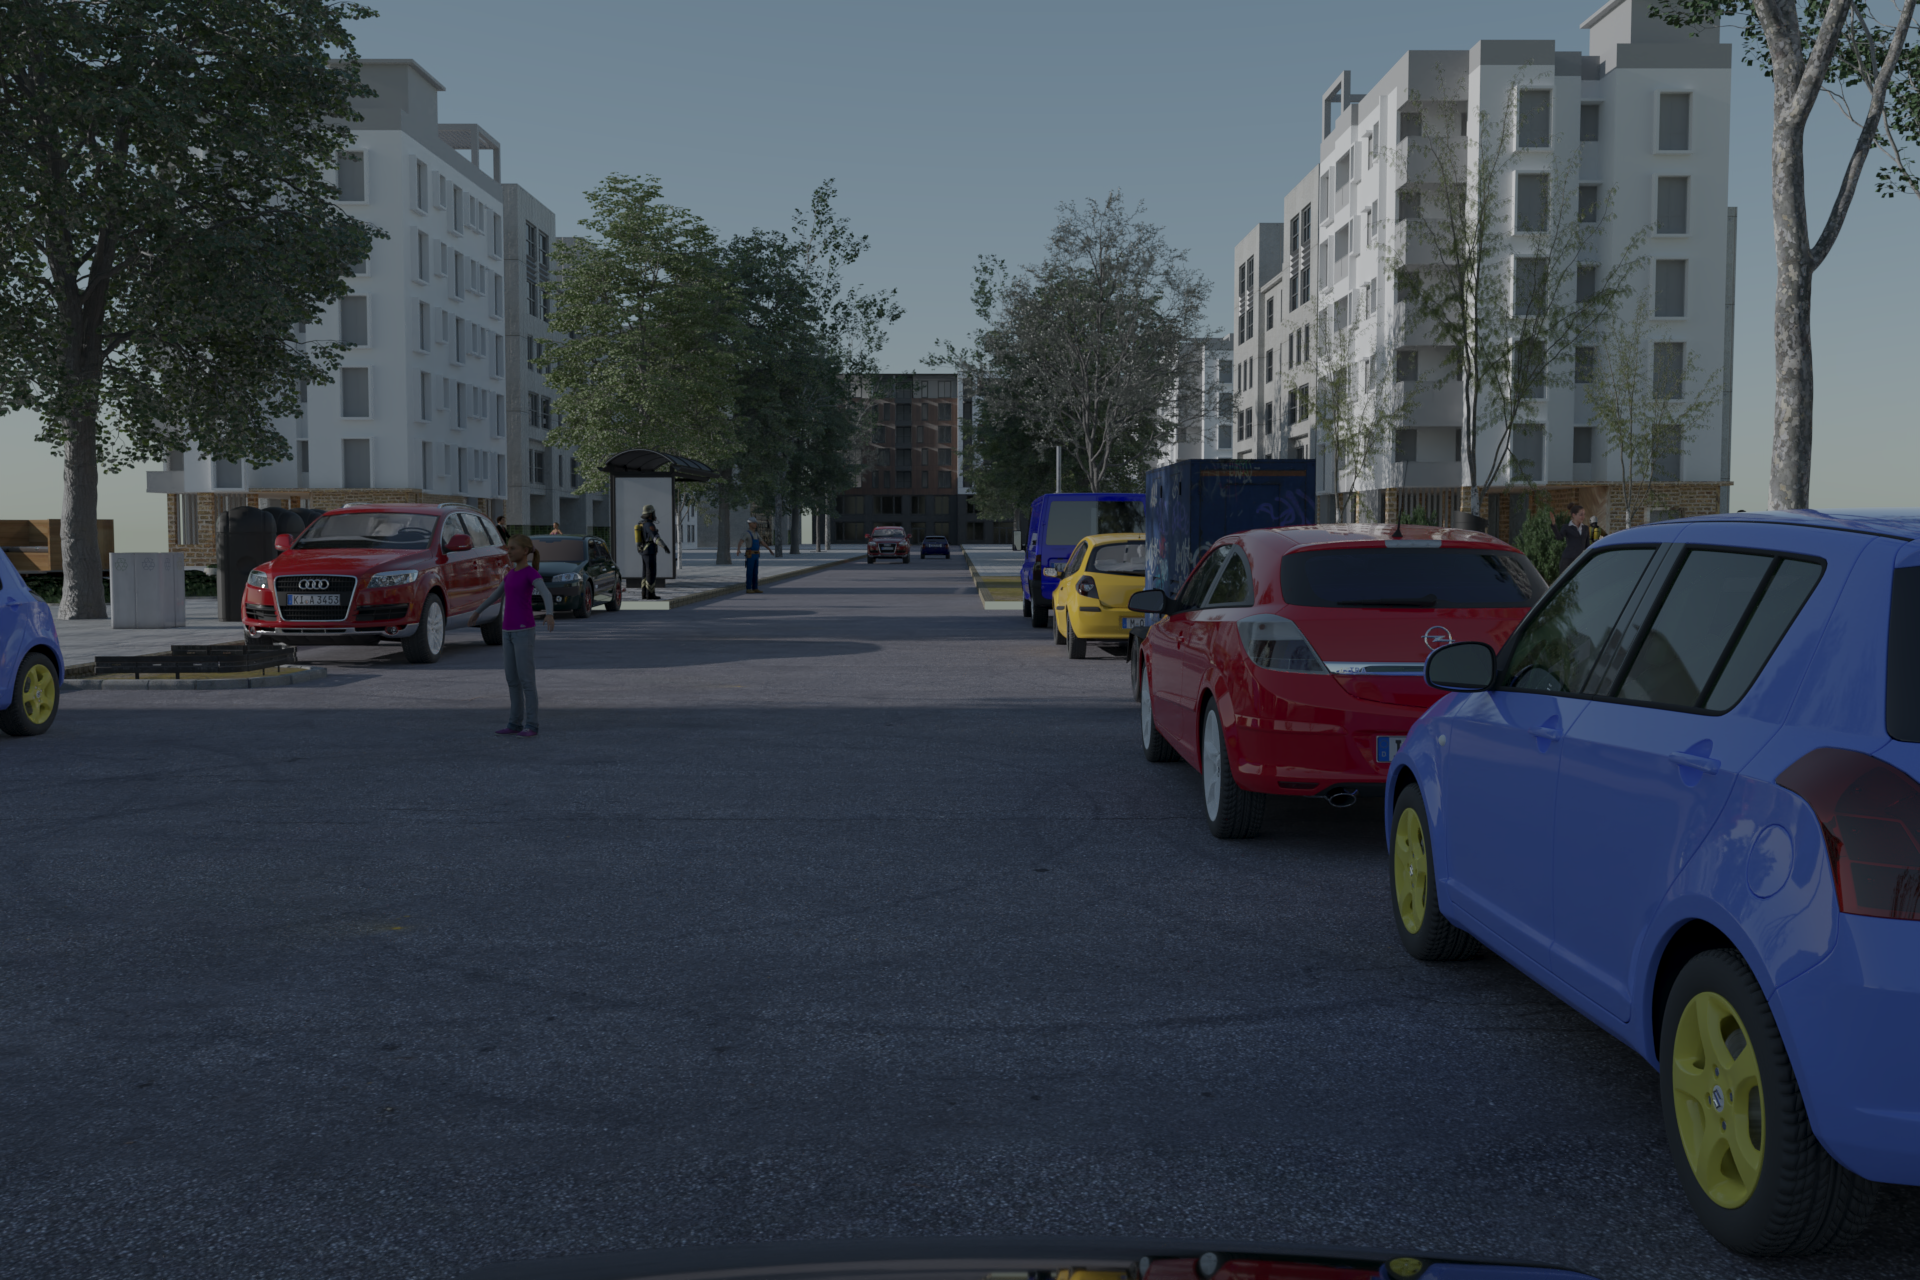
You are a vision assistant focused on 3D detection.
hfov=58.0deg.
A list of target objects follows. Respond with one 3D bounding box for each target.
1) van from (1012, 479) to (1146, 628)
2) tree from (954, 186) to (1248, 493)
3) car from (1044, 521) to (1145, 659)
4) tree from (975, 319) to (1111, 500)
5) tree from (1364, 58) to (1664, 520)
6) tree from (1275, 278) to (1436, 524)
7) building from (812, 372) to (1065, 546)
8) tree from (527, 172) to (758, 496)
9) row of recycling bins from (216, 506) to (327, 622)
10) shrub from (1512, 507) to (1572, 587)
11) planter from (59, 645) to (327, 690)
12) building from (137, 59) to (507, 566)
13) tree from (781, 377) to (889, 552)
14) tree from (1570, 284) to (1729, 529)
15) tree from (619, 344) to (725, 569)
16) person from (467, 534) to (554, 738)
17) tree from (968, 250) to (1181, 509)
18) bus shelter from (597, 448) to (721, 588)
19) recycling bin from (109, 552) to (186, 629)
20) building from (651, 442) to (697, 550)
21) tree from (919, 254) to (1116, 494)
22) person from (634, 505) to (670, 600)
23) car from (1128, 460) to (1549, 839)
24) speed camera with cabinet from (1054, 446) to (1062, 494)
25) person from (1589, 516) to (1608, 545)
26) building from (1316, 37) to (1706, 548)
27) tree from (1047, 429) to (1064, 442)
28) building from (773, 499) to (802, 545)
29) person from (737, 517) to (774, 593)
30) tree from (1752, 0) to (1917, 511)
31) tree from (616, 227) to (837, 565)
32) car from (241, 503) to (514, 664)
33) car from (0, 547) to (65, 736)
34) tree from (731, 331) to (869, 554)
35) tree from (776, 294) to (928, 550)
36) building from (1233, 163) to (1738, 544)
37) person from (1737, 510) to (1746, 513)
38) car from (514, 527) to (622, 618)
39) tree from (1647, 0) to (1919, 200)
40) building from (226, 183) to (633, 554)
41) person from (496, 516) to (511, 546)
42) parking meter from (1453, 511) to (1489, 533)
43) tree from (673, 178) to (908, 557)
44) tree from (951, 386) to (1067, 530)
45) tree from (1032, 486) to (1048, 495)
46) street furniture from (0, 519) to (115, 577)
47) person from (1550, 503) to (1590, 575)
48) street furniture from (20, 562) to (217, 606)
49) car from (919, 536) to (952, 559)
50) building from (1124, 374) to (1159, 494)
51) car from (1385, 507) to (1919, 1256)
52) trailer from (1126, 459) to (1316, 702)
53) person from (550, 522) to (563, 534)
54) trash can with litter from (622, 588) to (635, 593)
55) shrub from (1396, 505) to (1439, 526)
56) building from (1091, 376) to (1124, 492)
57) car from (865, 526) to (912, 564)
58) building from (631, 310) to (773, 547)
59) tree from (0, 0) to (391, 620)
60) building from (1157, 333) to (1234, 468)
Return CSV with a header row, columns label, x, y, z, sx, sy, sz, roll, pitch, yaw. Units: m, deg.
label,x,y,z,sx,sy,sz,roll,pitch,yaw
van,2.021,-1.453,28.147,2.240,2.365,5.245,0,4,0
tree,4.919,-9.270,61.941,12.009,13.543,11.850,0,3,0
car,2.065,-0.676,21.274,2.015,1.641,3.980,0,4,0
tree,4.659,-10.551,90.637,7.486,12.596,7.792,0,3,0
tree,8.097,-4.729,27.684,4.360,8.622,3.978,0,3,0
tree,10.896,-6.132,50.625,4.360,8.622,3.978,0,3,0
building,-2.561,-23.415,229.264,32.646,21.610,27.936,0,4,0
tree,-10.067,-8.385,55.220,7.486,12.596,7.792,0,3,0
row of recycling bins,-10.501,-1.215,26.986,1.069,1.692,3.534,0,4,0
shrub,13.666,-2.194,40.289,1.690,2.028,1.600,0,3,0
planter,-7.349,0.259,16.902,1.991,0.319,1.994,0,4,0
building,-26.825,-13.089,70.429,16.016,20.090,11.380,0,4,0
tree,-10.168,-13.028,123.375,12.009,13.543,11.850,0,3,0
tree,19.783,-6.183,51.450,4.360,8.622,3.978,0,3,0
tree,-10.229,-6.910,63.339,4.360,8.622,3.978,0,3,0
person,-3.162,-0.032,12.240,0.991,1.433,0.599,3,5,41
tree,5.378,-10.475,77.921,9.857,13.997,8.962,0,3,0
bus shelter,-7.478,-3.041,43.648,2.014,3.302,5.546,0,4,2
recycling bin,-11.110,-0.682,23.700,0.722,1.027,0.722,0,4,0
building,-27.658,-12.902,153.103,9.099,9.664,28.070,0,4,0
tree,3.896,-16.058,118.440,12.611,20.169,13.585,0,3,0
person,-6.070,-1.723,33.950,0.705,1.856,1.354,-2,4,-35
car,2.058,-0.036,9.628,2.155,1.783,4.494,0,4,0
speed camera with cabinet,2.436,-2.695,38.407,0.660,3.252,2.038,0,4,-2
person,20.085,-3.009,54.965,1.354,1.858,0.705,0,4,-2
building,20.303,-13.201,72.248,16.016,20.090,11.380,0,3,0
tree,5.516,-9.571,106.851,4.737,8.622,4.395,0,3,0
building,-28.621,-20.594,203.170,16.747,18.905,31.486,0,4,1
person,-5.001,-2.054,41.904,0.705,1.847,1.347,2,4,33
tree,7.919,-9.793,16.007,12.611,20.169,13.585,0,3,0
tree,-10.064,-10.160,72.777,9.857,13.997,8.962,0,3,0
car,-6.824,-0.745,20.855,2.281,1.827,5.304,0,3,0
car,-7.378,-0.088,11.031,1.945,1.707,3.694,0,3,0
tree,-10.553,-12.467,110.497,9.857,13.997,8.962,0,3,0
tree,-9.449,-17.160,136.448,12.611,20.169,13.585,0,3,0
building,25.379,-13.760,91.441,16.747,18.905,31.486,0,4,0
person,14.556,-1.568,32.446,1.217,1.737,0.721,-1,4,-13
car,-7.173,-1.281,30.732,2.009,1.686,4.222,0,4,0
tree,22.157,-11.229,39.479,12.611,20.169,13.585,0,3,0
building,-30.732,-14.489,103.358,16.747,18.905,31.486,0,4,0
person,-13.223,-2.682,50.030,0.705,1.806,1.347,1,4,19
parking meter,5.550,-0.638,18.844,0.372,1.533,0.369,0,3,0
tree,-9.322,-14.509,93.110,12.611,20.169,13.585,0,3,0
tree,4.432,-14.194,138.731,9.857,13.997,8.962,0,3,0
tree,4.492,-9.196,100.715,4.360,8.622,3.978,0,3,0
street furniture,-28.609,-2.829,53.109,11.010,1.723,9.812,3,4,38
person,8.623,-1.074,24.410,0.742,1.727,0.445,-3,5,-43
street furniture,-16.188,-1.261,36.249,5.734,0.657,10.072,1,4,23
car,-1.440,-5.402,100.899,1.945,1.354,3.894,0,4,-1
building,22.372,-19.911,181.963,16.016,20.090,11.380,0,4,0
car,2.344,0.297,4.743,1.945,1.707,3.694,0,3,0
trailer,2.184,-0.493,15.113,1.471,1.999,3.904,0,4,-1
person,-15.614,-3.666,66.735,1.217,1.733,0.721,2,4,29
trash can with litter,-7.862,-1.663,38.250,1.678,1.210,2.233,0,4,0
shrub,11.784,-2.487,44.696,1.661,2.075,1.752,0,3,0
building,22.982,-20.498,201.598,16.747,18.905,31.486,0,4,0
car,-3.506,-4.702,85.558,2.281,1.827,5.304,0,4,-1
building,-29.546,-21.193,177.435,19.493,23.208,18.063,0,4,0
tree,-13.269,-7.300,26.004,9.857,13.997,8.962,0,3,0
building,23.849,-18.787,163.581,16.016,20.090,11.380,0,4,0
